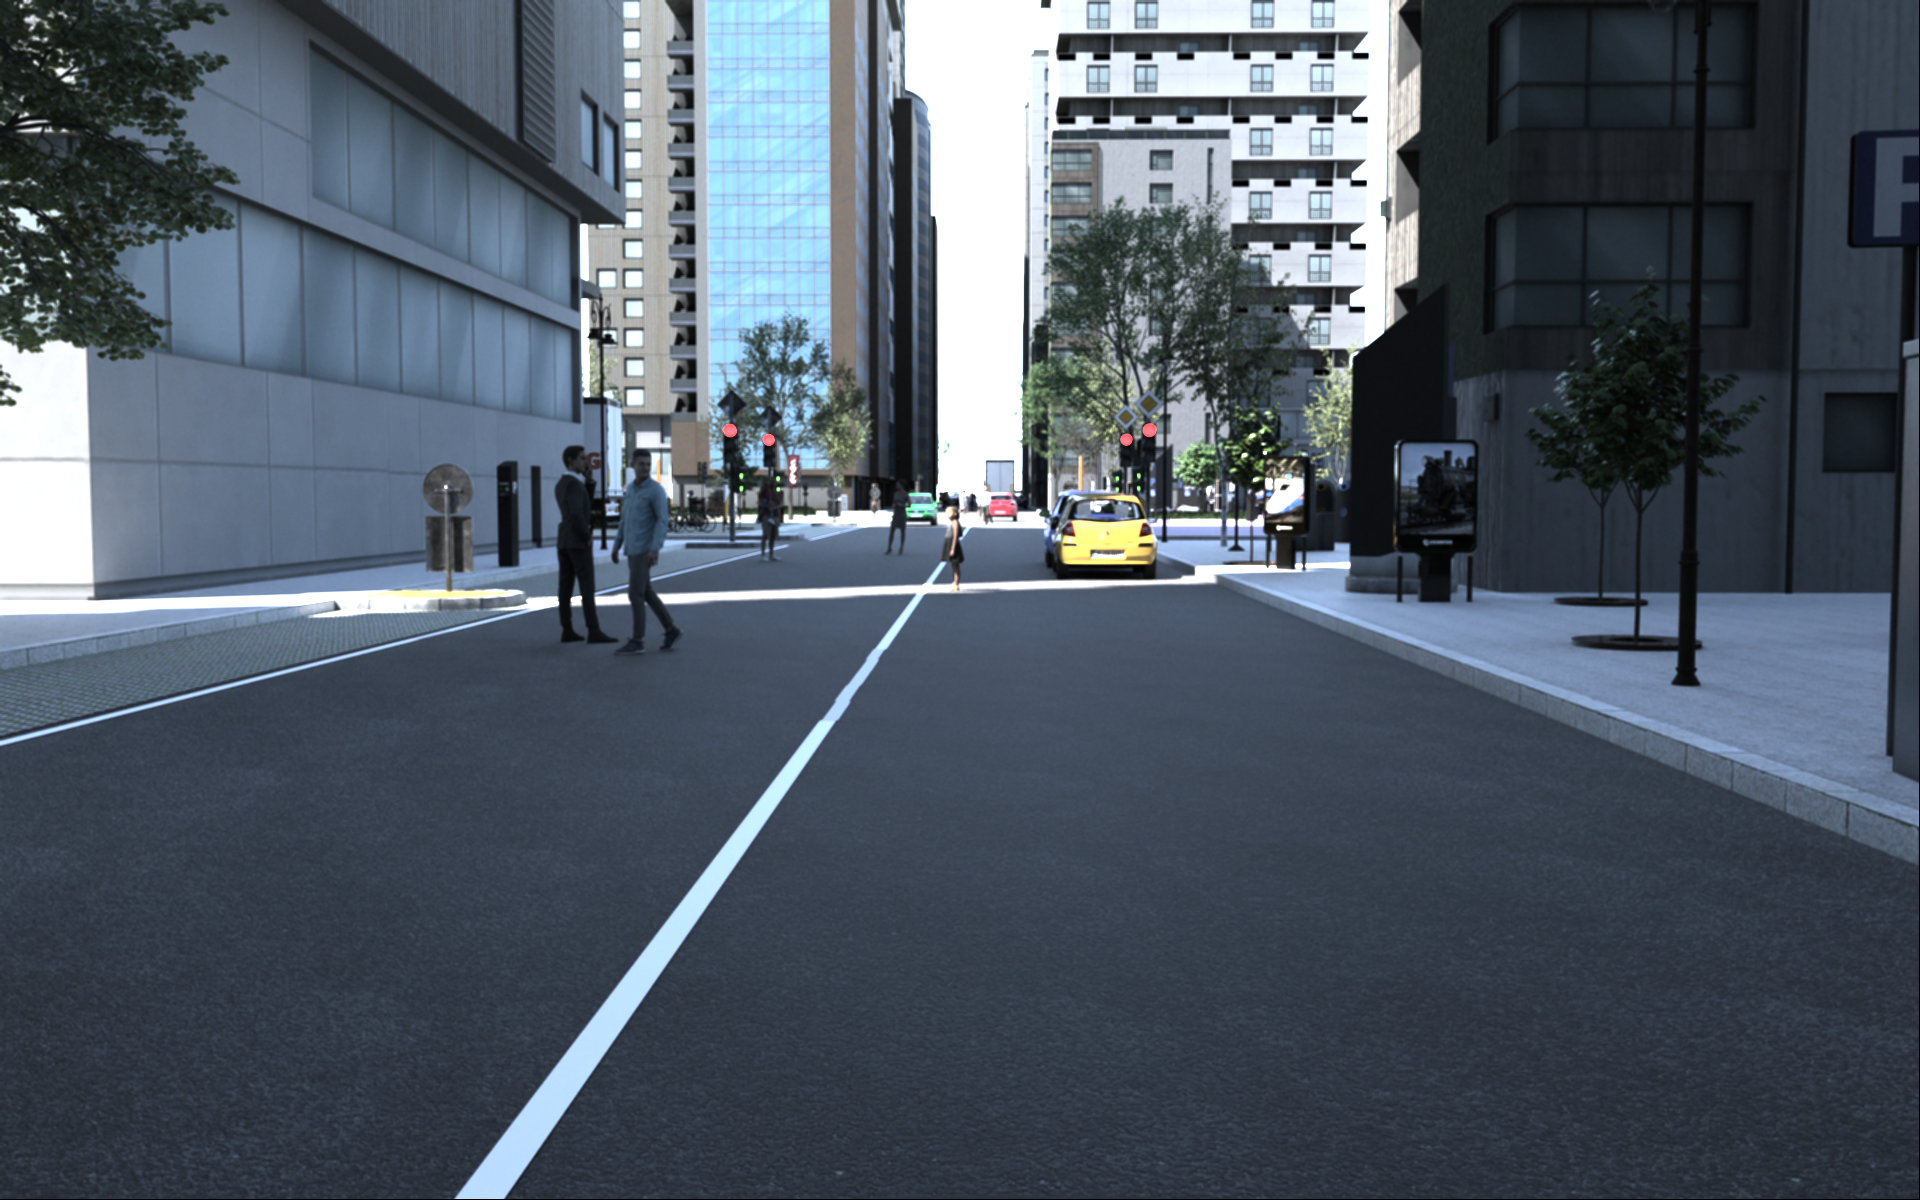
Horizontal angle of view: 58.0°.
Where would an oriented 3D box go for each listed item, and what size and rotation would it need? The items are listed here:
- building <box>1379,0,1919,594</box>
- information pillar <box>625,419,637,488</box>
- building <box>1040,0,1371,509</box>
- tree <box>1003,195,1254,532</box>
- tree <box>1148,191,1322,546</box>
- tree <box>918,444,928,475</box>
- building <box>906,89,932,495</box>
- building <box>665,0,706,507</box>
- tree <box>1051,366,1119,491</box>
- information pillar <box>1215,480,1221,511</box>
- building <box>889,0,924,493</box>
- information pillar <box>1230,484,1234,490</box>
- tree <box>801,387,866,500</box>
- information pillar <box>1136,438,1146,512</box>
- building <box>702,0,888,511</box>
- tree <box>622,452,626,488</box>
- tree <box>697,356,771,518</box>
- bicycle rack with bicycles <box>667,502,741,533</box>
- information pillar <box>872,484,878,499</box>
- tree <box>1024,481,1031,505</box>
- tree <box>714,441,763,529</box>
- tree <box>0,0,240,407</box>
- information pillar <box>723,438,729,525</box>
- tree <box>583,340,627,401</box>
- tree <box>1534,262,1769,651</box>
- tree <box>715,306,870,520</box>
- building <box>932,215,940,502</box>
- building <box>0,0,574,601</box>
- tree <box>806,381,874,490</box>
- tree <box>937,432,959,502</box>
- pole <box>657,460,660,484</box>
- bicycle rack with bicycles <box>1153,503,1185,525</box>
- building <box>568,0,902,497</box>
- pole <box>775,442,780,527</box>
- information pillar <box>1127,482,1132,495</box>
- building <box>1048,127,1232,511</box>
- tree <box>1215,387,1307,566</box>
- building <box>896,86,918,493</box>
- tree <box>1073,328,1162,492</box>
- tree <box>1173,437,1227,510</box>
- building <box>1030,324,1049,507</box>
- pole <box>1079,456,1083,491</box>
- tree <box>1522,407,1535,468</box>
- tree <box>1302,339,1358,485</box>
[{"bbox_3d":[14.194,-15.696,28.325,14.160,30.474,14.107,0,4,1],"label":"building"},{"bbox_3d":[-10.352,-3.861,54.478,0.183,3.616,0.504,2,4,27],"label":"information pillar"},{"bbox_3d":[22.046,-34.934,160.412,28.713,52.752,27.495,0,4,1],"label":"building"},{"bbox_3d":[6.136,-8.167,59.286,9.928,11.665,9.643,0,3,0],"label":"tree"},{"bbox_3d":[6.506,-5.611,42.101,4.360,8.622,3.978,0,3,0],"label":"tree"},{"bbox_3d":[-6.182,-15.527,204.227,4.360,8.622,3.978,0,3,0],"label":"tree"},{"bbox_3d":[-14.996,-43.187,248.101,21.231,58.520,28.212,0,4,1],"label":"building"},{"bbox_3d":[-14.584,-29.749,136.505,14.600,45.320,14.200,0,4,1],"label":"building"},{"bbox_3d":[7.466,-9.072,98.682,4.360,8.622,3.978,0,3,0],"label":"tree"},{"bbox_3d":[13.367,-5.187,89.302,0.304,2.012,0.304,-1,4,-12],"label":"information pillar"},{"bbox_3d":[-15.125,-48.005,223.137,20.563,71.187,20.611,0,4,1],"label":"building"},{"bbox_3d":[16.159,-6.815,102.782,0.183,3.616,0.504,-1,4,-12],"label":"information pillar"},{"bbox_3d":[-8.251,-10.132,116.023,4.360,8.622,3.978,0,3,0],"label":"tree"},{"bbox_3d":[6.788,-4.459,64.256,0.504,3.616,0.183,0,4,3],"label":"information pillar"},{"bbox_3d":[-13.557,-30.615,150.661,14.600,45.320,14.200,0,4,1],"label":"building"},{"bbox_3d":[-23.008,-8.025,114.914,4.285,4.588,4.351,0,3,0],"label":"tree"},{"bbox_3d":[-11.981,-8.668,92.092,4.360,8.622,3.978,0,3,0],"label":"tree"},{"bbox_3d":[-9.352,-2.749,58.326,2.925,0.926,2.852,-2,4,-33],"label":"bicycle rack with bicycles"},{"bbox_3d":[-6.283,-7.550,127.928,0.304,2.012,0.304,-2,4,-32],"label":"information pillar"},{"bbox_3d":[8.596,-13.375,213.288,1.663,3.219,1.824,0,3,0],"label":"tree"},{"bbox_3d":[-8.015,-4.202,63.311,1.663,3.219,1.824,0,3,0],"label":"tree"},{"bbox_3d":[-9.895,-5.843,13.664,7.486,12.596,7.792,0,3,0],"label":"tree"},{"bbox_3d":[-9.843,-4.985,72.860,0.183,3.616,0.504,0,4,8],"label":"information pillar"},{"bbox_3d":[-17.626,-7.928,79.984,4.737,8.622,4.395,0,3,0],"label":"tree"},{"bbox_3d":[5.851,-1.218,14.515,1.663,3.219,1.824,0,3,0],"label":"tree"},{"bbox_3d":[-8.211,-9.223,85.212,8.767,10.594,7.601,1,4,15],"label":"tree"},{"bbox_3d":[-10.396,-37.907,269.892,14.600,45.320,14.200,0,4,1],"label":"building"},{"bbox_3d":[-22.323,-27.152,33.181,27.495,52.752,28.713,0,4,1],"label":"building"},{"bbox_3d":[-7.654,-9.771,110.126,4.737,8.622,4.395,0,3,0],"label":"tree"},{"bbox_3d":[-3.974,-22.240,289.383,9.928,11.665,9.643,0,3,0],"label":"tree"},{"bbox_3d":[-17.917,-6.679,103.052,0.158,3.312,0.155,0,3,0],"label":"pole"},{"bbox_3d":[7.646,-3.664,73.295,2.852,0.926,2.925,-1,4,-8],"label":"bicycle rack with bicycles"},{"bbox_3d":[-20.608,-35.605,171.380,28.713,52.752,27.495,0,4,1],"label":"building"},{"bbox_3d":[-7.184,-4.542,68.111,0.158,3.312,0.155,0,3,0],"label":"pole"},{"bbox_3d":[10.428,-6.234,106.414,0.304,2.012,0.304,1,4,17],"label":"information pillar"},{"bbox_3d":[14.165,-22.555,140.475,14.160,30.474,14.107,0,4,1],"label":"building"},{"bbox_3d":[5.410,-2.241,31.249,1.663,3.219,1.824,0,3,0],"label":"tree"},{"bbox_3d":[-11.885,-33.179,192.585,14.600,45.320,14.200,0,4,1],"label":"building"},{"bbox_3d":[6.891,-7.770,77.403,4.737,8.622,4.395,0,3,0],"label":"tree"},{"bbox_3d":[13.615,-6.936,97.125,4.285,4.588,4.351,0,3,0],"label":"tree"},{"bbox_3d":[21.840,-21.131,190.537,27.650,21.520,28.899,0,4,1],"label":"building"},{"bbox_3d":[6.497,-6.060,92.916,0.158,3.312,0.155,0,3,0],"label":"pole"},{"bbox_3d":[7.370,-1.566,20.210,1.663,3.219,1.824,0,3,0],"label":"tree"},{"bbox_3d":[18.264,-8.112,82.994,4.737,8.622,4.395,0,3,0],"label":"tree"}]
